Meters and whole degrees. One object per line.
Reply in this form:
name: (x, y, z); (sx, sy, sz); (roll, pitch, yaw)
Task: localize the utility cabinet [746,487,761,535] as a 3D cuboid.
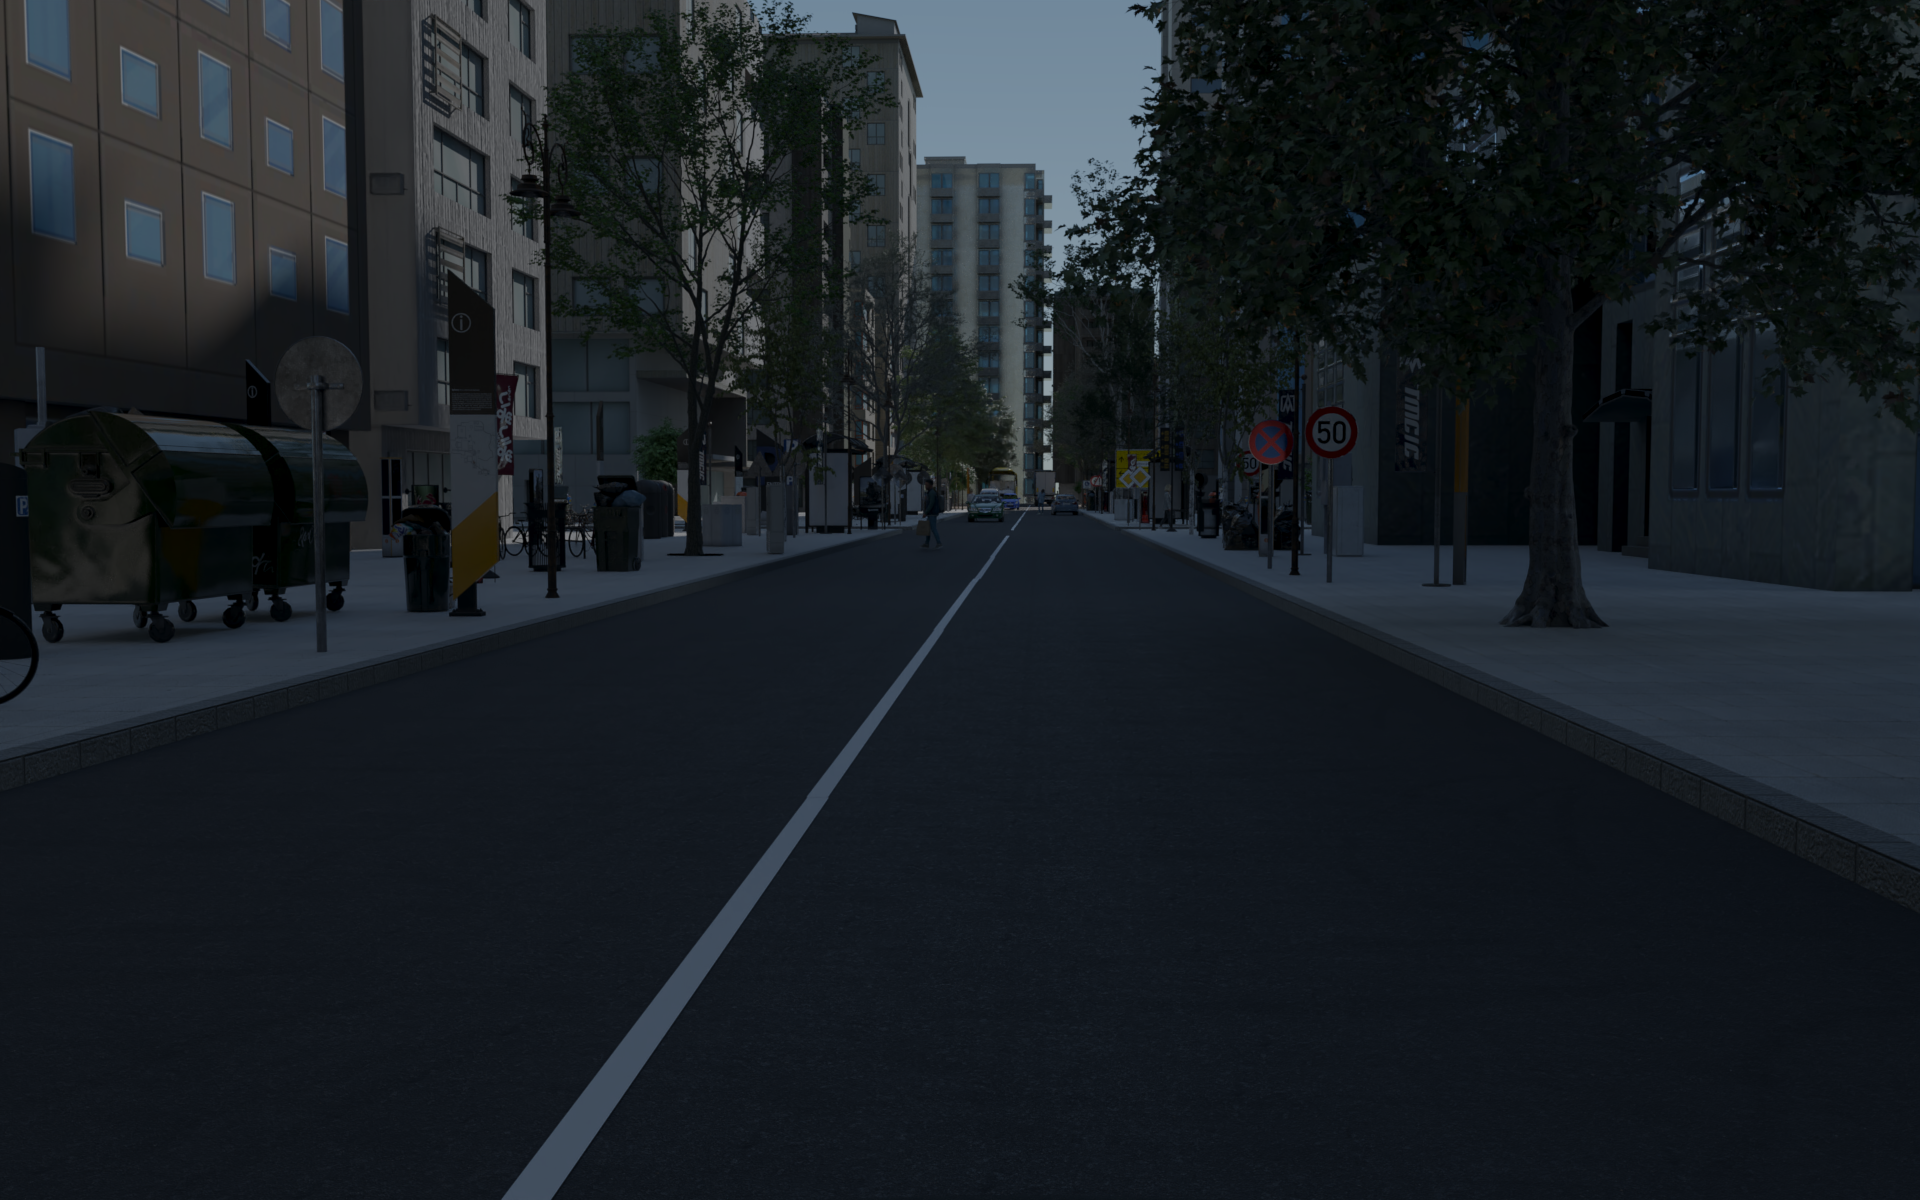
utility cabinet: (-6.481, -2.793, 54.337); (0.318, 1.500, 1.173); (0, 4, 1)

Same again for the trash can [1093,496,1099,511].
trash can: (10.422, -7.310, 131.171); (0.748, 1.137, 0.748); (0, 3, 0)

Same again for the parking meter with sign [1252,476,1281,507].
parking meter with sign: (13.033, -4.818, 75.038); (1.738, 3.016, 0.543); (1, 4, 18)

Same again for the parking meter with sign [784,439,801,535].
parking meter with sign: (-5.332, -3.558, 54.430); (0.543, 3.016, 1.738); (0, 4, -1)

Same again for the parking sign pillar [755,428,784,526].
parking sign pillar: (-7.690, -5.037, 70.823); (1.447, 3.967, 1.447); (0, 4, 4)

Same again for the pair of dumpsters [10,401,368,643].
pair of dumpsters: (-7.330, -0.879, 16.872); (1.574, 2.255, 4.437); (0, 4, 2)

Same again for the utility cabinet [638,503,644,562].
utility cabinet: (-6.209, -1.344, 33.129); (0.306, 1.237, 1.020); (0, 4, -8)

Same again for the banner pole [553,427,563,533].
banner pole: (-13.287, -4.095, 56.970); (0.401, 3.779, 0.863); (-3, 5, -45)

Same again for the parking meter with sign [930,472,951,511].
parking meter with sign: (-1.622, -8.679, 138.163); (1.738, 3.016, 0.543); (0, 4, 7)

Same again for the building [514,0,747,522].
building: (-25.357, -30.685, 90.942); (28.713, 52.752, 27.495); (0, 4, 3)

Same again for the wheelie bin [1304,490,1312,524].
wheelie bin: (15.261, -4.087, 74.735); (0.980, 1.594, 0.693); (1, 4, 9)

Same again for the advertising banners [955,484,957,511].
advertising banners: (-0.299, -8.185, 130.014); (0.090, 3.025, 2.074); (0, 4, 1)

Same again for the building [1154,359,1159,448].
building: (41.674, -24.646, 248.000); (28.899, 21.520, 27.650); (0, 4, 3)

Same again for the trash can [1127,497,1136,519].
trash can: (8.924, -4.745, 89.228); (0.748, 1.137, 0.748); (0, 3, 0)

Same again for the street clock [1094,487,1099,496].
street clock: (11.359, -8.538, 144.167); (0.358, 2.002, 0.471); (-2, 4, -31)

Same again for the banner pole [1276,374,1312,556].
banner pole: (7.009, -2.835, 36.372); (0.401, 3.779, 0.863); (-3, 5, -45)

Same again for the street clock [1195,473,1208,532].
street clock: (8.232, -3.345, 59.260); (0.358, 2.002, 0.471); (-3, 5, -43)

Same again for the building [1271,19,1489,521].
building: (23.169, -26.499, 83.373); (14.200, 45.320, 14.600); (0, 4, 3)

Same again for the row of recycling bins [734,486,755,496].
row of recycling bins: (-14.055, -6.282, 109.821); (3.534, 1.692, 1.069); (1, 4, 14)

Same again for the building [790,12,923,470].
building: (-18.855, -37.324, 199.487); (27.495, 52.752, 28.713); (0, 4, 3)

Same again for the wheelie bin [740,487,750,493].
wheelie bin: (-9.859, -4.452, 80.697); (0.980, 1.594, 0.693); (1, 4, 11)

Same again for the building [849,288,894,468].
building: (-21.116, -19.306, 160.686); (27.650, 21.520, 28.899); (0, 4, 3)

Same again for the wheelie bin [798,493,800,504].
wheelie bin: (-8.658, -4.956, 88.936); (0.980, 1.594, 0.693); (3, 4, 37)

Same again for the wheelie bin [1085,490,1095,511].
wheelie bin: (10.014, -7.625, 132.569); (0.693, 1.594, 0.980); (-2, 4, -33)

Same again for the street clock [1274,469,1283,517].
street clock: (9.277, -2.845, 51.094); (0.471, 2.002, 0.358); (-1, 4, -15)

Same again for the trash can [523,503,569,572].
trash can: (-6.855, -1.045, 28.738); (0.748, 1.137, 0.748); (0, 3, 0)

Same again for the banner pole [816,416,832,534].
banner pole: (-4.440, -4.026, 55.839); (0.401, 3.779, 0.863); (-2, 4, -32)

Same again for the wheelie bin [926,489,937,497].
wheelie bin: (-1.865, -6.570, 115.320); (0.980, 1.594, 0.693); (-3, 5, -45)

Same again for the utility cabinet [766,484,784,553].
utility cabinet: (-4.003, -1.754, 37.357); (0.318, 1.500, 1.173); (-1, 4, -10)

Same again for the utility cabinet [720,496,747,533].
utility cabinet: (-7.348, -2.788, 56.743); (1.020, 1.237, 0.306); (2, 4, 31)

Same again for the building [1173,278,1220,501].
building: (25.595, -23.223, 151.399); (14.160, 30.474, 14.107); (0, 4, 3)

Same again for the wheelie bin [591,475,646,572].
wheelie bin: (-5.680, -1.275, 28.758); (0.980, 1.594, 0.693); (1, 4, 10)

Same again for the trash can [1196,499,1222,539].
trash can: (7.206, -2.354, 50.143); (0.748, 1.137, 0.748); (0, 3, 0)

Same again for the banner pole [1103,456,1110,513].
banner pole: (9.691, -7.613, 114.494); (0.863, 3.779, 0.401); (-2, 4, -35)

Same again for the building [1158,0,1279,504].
building: (30.387, -38.535, 172.052); (21.231, 58.520, 28.212); (0, 4, 3)

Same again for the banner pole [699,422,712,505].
banner pole: (-8.905, -4.313, 60.533); (0.863, 3.779, 0.401); (2, 4, 33)

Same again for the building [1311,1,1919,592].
building: (21.363, -44.191, 35.200); (22.319, 86.520, 31.000); (0, 4, 3)

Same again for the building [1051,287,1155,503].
building: (19.932, -28.823, 242.949); (14.107, 30.474, 14.160); (0, 4, 3)

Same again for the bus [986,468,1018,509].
bus: (4.140, -10.635, 165.435); (2.896, 3.916, 12.252); (0, 4, 3)

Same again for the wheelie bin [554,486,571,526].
wheelie bin: (-16.235, -3.819, 70.342); (0.980, 1.594, 0.693); (0, 4, 1)

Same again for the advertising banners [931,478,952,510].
advertising banners: (-1.489, -8.851, 140.908); (2.074, 3.025, 0.090); (2, 4, 28)

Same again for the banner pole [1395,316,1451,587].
banner pole: (6.444, -2.087, 24.134); (0.863, 3.779, 0.401); (2, 4, 35)

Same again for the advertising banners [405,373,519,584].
advertising banners: (-7.014, -1.736, 24.579); (0.090, 3.025, 2.074); (2, 4, 33)

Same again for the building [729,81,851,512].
building: (-15.494, -21.486, 123.001); (14.160, 30.474, 14.107); (0, 4, 3)

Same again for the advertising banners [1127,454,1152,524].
advertising banners: (8.095, -4.843, 75.365); (2.074, 3.025, 0.090); (3, 5, 43)

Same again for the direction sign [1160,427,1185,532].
direction sign: (7.216, -4.093, 58.919); (0.876, 3.537, 0.379); (2, 4, 30)

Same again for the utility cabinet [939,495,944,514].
utility cabinet: (-1.374, -6.281, 113.863); (0.306, 1.237, 1.020); (1, 4, 18)

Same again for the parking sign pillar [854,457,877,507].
parking sign pillar: (-6.983, -8.339, 124.821); (1.447, 3.967, 1.447); (0, 4, 5)

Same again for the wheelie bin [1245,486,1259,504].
wheelie bin: (11.972, -3.777, 69.655); (0.980, 1.594, 0.693); (-1, 4, -11)

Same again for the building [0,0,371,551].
building: (-20.506, -23.303, 31.109); (14.600, 45.320, 14.200); (0, 4, 3)

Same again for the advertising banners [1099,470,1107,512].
advertising banners: (10.465, -7.854, 124.597); (0.090, 3.025, 2.074); (2, 4, 30)

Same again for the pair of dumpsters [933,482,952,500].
pair of dumpsters: (-1.493, -8.059, 134.262); (1.574, 2.255, 4.437); (0, 4, 3)

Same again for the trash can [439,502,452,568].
trash can: (-8.752, -1.142, 30.320); (0.748, 1.137, 0.748); (0, 3, 0)

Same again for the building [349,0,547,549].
building: (-19.106, -22.177, 46.196); (14.086, 41.232, 14.154); (0, 4, 3)

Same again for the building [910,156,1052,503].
building: (-2.106, -38.449, 248.250); (30.456, 49.044, 23.786); (0, 4, 3)

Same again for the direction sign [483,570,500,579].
direction sign: (-7.210, -2.098, 26.303); (0.379, 3.537, 0.876); (0, 4, 4)
